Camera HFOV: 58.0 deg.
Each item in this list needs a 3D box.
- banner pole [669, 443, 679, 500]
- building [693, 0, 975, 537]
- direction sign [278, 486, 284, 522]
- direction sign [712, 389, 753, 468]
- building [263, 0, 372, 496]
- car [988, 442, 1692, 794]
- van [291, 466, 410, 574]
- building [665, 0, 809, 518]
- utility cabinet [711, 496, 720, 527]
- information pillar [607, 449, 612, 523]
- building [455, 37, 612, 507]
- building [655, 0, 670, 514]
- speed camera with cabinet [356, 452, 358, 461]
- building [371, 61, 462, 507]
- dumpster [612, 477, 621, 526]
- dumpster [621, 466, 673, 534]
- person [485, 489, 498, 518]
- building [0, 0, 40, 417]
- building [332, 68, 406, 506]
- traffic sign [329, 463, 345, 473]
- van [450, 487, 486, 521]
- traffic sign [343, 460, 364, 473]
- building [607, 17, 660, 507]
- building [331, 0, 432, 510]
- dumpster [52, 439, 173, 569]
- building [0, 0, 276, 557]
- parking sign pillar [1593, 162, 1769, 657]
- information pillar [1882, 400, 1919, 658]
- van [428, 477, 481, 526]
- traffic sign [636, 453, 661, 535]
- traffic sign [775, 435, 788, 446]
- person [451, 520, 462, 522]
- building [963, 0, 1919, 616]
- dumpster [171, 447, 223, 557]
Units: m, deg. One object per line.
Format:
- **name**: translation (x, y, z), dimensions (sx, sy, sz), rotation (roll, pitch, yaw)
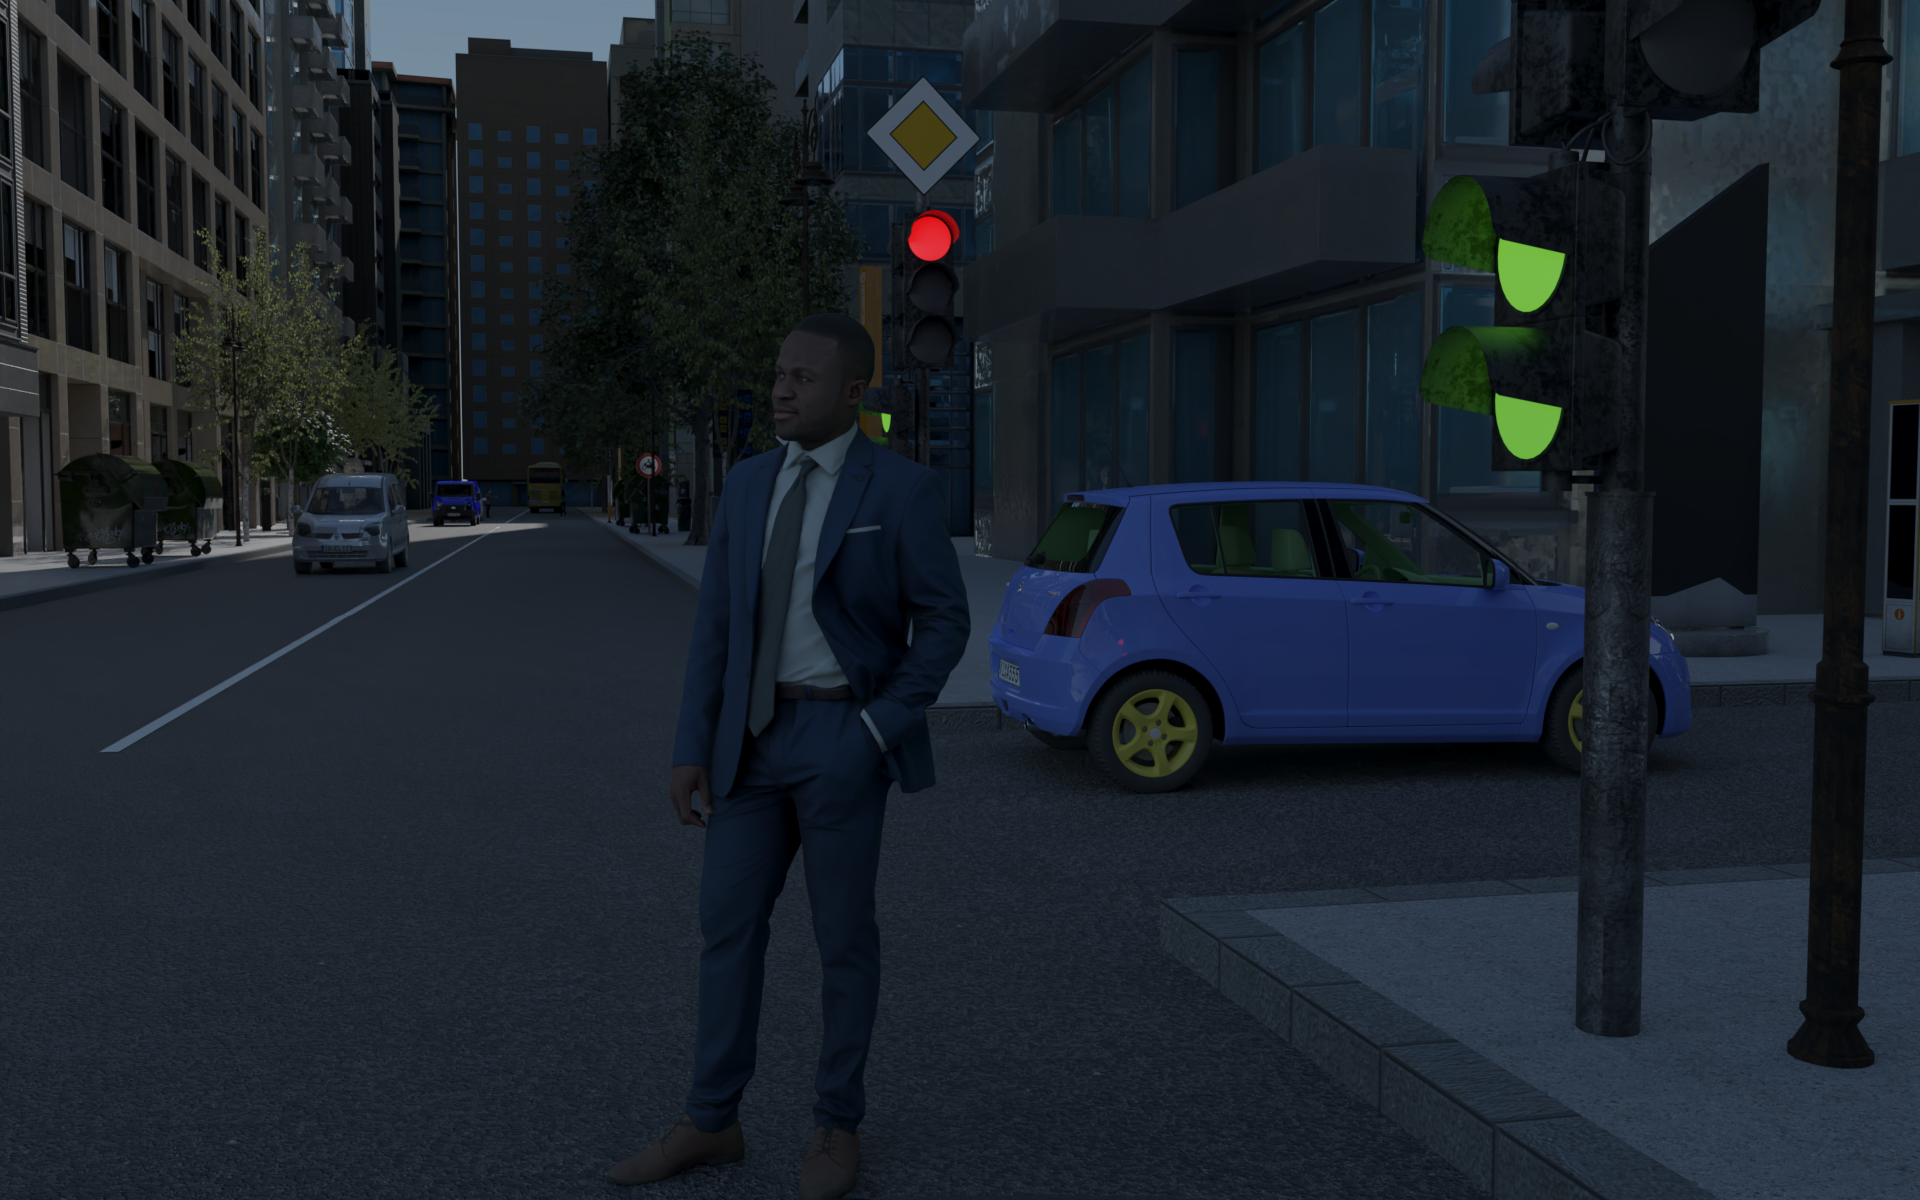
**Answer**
- **banner pole**: translation (-14.040, -5.823, 85.227), dimensions (0.863, 3.779, 0.401), rotation (3, 4, 36)
- **building**: translation (2.049, -46.021, 65.118), dimensions (22.319, 86.520, 31.000), rotation (-1, 4, -13)
- **direction sign**: translation (-30.815, -5.281, 78.347), dimensions (0.379, 3.537, 0.876), rotation (0, 4, -6)
- **direction sign**: translation (-4.914, -2.780, 37.457), dimensions (0.876, 3.537, 0.379), rotation (-1, 4, -21)
- **building**: translation (-45.535, -28.979, 93.411), dimensions (23.786, 49.044, 30.456), rotation (-1, 4, -13)
- **car**: translation (2.020, 0.019, 9.274), dimensions (3.694, 1.707, 1.945), rotation (-1, 4, -12)
- **van**: translation (-11.391, -1.560, 32.514), dimensions (2.013, 2.044, 4.112), rotation (-1, 4, -11)
- **building**: translation (-9.933, -25.453, 99.747), dimensions (14.154, 41.232, 14.086), rotation (-1, 4, -13)
- **utility cabinet**: translation (-8.055, -2.764, 56.347), dimensions (0.306, 1.237, 1.020), rotation (0, 4, 6)
- **information pillar**: translation (-15.534, -5.219, 76.693), dimensions (0.183, 3.616, 0.504), rotation (0, 4, -5)
- **building**: translation (-42.811, -32.092, 174.821), dimensions (14.200, 45.320, 14.600), rotation (-1, 4, -13)
- **building**: translation (-10.619, -35.412, 120.983), dimensions (21.231, 58.520, 28.212), rotation (-1, 4, -13)
- **speed camera with cabinet**: translation (-26.636, -4.908, 74.575), dimensions (2.038, 3.252, 0.660), rotation (1, 4, 17)
- **building**: translation (-65.311, -31.793, 174.444), dimensions (28.867, 44.769, 22.147), rotation (-1, 4, -13)
- **dumpster**: translation (-13.131, -4.085, 69.276), dimensions (1.502, 2.255, 1.985), rotation (-1, 4, -13)
- **dumpster**: translation (-10.087, -3.276, 56.057), dimensions (1.502, 2.255, 1.985), rotation (-1, 4, -13)
- **person**: translation (-27.934, -5.764, 103.271), dimensions (0.750, 1.759, 0.617), rotation (-1, 4, -19)
- **building**: translation (-22.474, -13.914, 20.997), dimensions (14.314, 27.812, 24.014), rotation (-1, 4, -13)
- **building**: translation (-45.659, -21.125, 117.102), dimensions (14.160, 30.474, 14.107), rotation (-1, 4, -13)
- **traffic sign**: translation (-23.149, -3.851, 64.154), dimensions (0.795, 2.450, 0.064), rotation (-1, 4, -13)
- **van**: translation (-26.238, -5.207, 92.139), dimensions (2.013, 2.044, 4.112), rotation (-1, 4, -14)
- **traffic sign**: translation (-22.982, -4.012, 65.695), dimensions (0.768, 2.556, 0.104), rotation (-1, 4, -10)
- **building**: translation (-26.207, -34.176, 182.482), dimensions (21.600, 48.544, 21.300), rotation (-1, 4, -13)
- **building**: translation (-59.575, -50.423, 137.080), dimensions (31.000, 86.520, 22.319), rotation (-1, 4, -13)
- **dumpster**: translation (-15.016, -1.721, 30.635), dimensions (1.502, 2.255, 1.985), rotation (-1, 4, -13)
- **building**: translation (-32.525, -14.947, 48.899), dimensions (19.350, 26.468, 34.151), rotation (-1, 4, -13)
- **parking sign pillar**: translation (5.889, -1.573, 14.193), dimensions (1.447, 3.967, 1.447), rotation (-1, 4, -15)
- **information pillar**: translation (7.526, -0.560, 13.648), dimensions (0.304, 2.012, 0.304), rotation (-2, 4, -24)
- **van**: translation (-23.048, -4.583, 79.316), dimensions (2.240, 2.365, 5.245), rotation (-1, 4, -13)
- **traffic sign**: translation (-9.667, -3.287, 53.849), dimensions (0.768, 2.556, 0.104), rotation (-1, 4, -11)
- **traffic sign**: translation (-2.077, -1.346, 23.199), dimensions (0.795, 2.450, 0.064), rotation (0, 4, -6)
- **person**: translation (-25.525, -4.841, 87.526), dimensions (0.599, 1.838, 0.709), rotation (2, 4, 26)
- **building**: translation (14.952, -24.985, 28.120), dimensions (30.456, 49.044, 23.786), rotation (-1, 4, -13)
- **dumpster**: translation (-16.260, -2.045, 35.928), dimensions (1.502, 2.255, 1.985), rotation (-1, 4, -13)
